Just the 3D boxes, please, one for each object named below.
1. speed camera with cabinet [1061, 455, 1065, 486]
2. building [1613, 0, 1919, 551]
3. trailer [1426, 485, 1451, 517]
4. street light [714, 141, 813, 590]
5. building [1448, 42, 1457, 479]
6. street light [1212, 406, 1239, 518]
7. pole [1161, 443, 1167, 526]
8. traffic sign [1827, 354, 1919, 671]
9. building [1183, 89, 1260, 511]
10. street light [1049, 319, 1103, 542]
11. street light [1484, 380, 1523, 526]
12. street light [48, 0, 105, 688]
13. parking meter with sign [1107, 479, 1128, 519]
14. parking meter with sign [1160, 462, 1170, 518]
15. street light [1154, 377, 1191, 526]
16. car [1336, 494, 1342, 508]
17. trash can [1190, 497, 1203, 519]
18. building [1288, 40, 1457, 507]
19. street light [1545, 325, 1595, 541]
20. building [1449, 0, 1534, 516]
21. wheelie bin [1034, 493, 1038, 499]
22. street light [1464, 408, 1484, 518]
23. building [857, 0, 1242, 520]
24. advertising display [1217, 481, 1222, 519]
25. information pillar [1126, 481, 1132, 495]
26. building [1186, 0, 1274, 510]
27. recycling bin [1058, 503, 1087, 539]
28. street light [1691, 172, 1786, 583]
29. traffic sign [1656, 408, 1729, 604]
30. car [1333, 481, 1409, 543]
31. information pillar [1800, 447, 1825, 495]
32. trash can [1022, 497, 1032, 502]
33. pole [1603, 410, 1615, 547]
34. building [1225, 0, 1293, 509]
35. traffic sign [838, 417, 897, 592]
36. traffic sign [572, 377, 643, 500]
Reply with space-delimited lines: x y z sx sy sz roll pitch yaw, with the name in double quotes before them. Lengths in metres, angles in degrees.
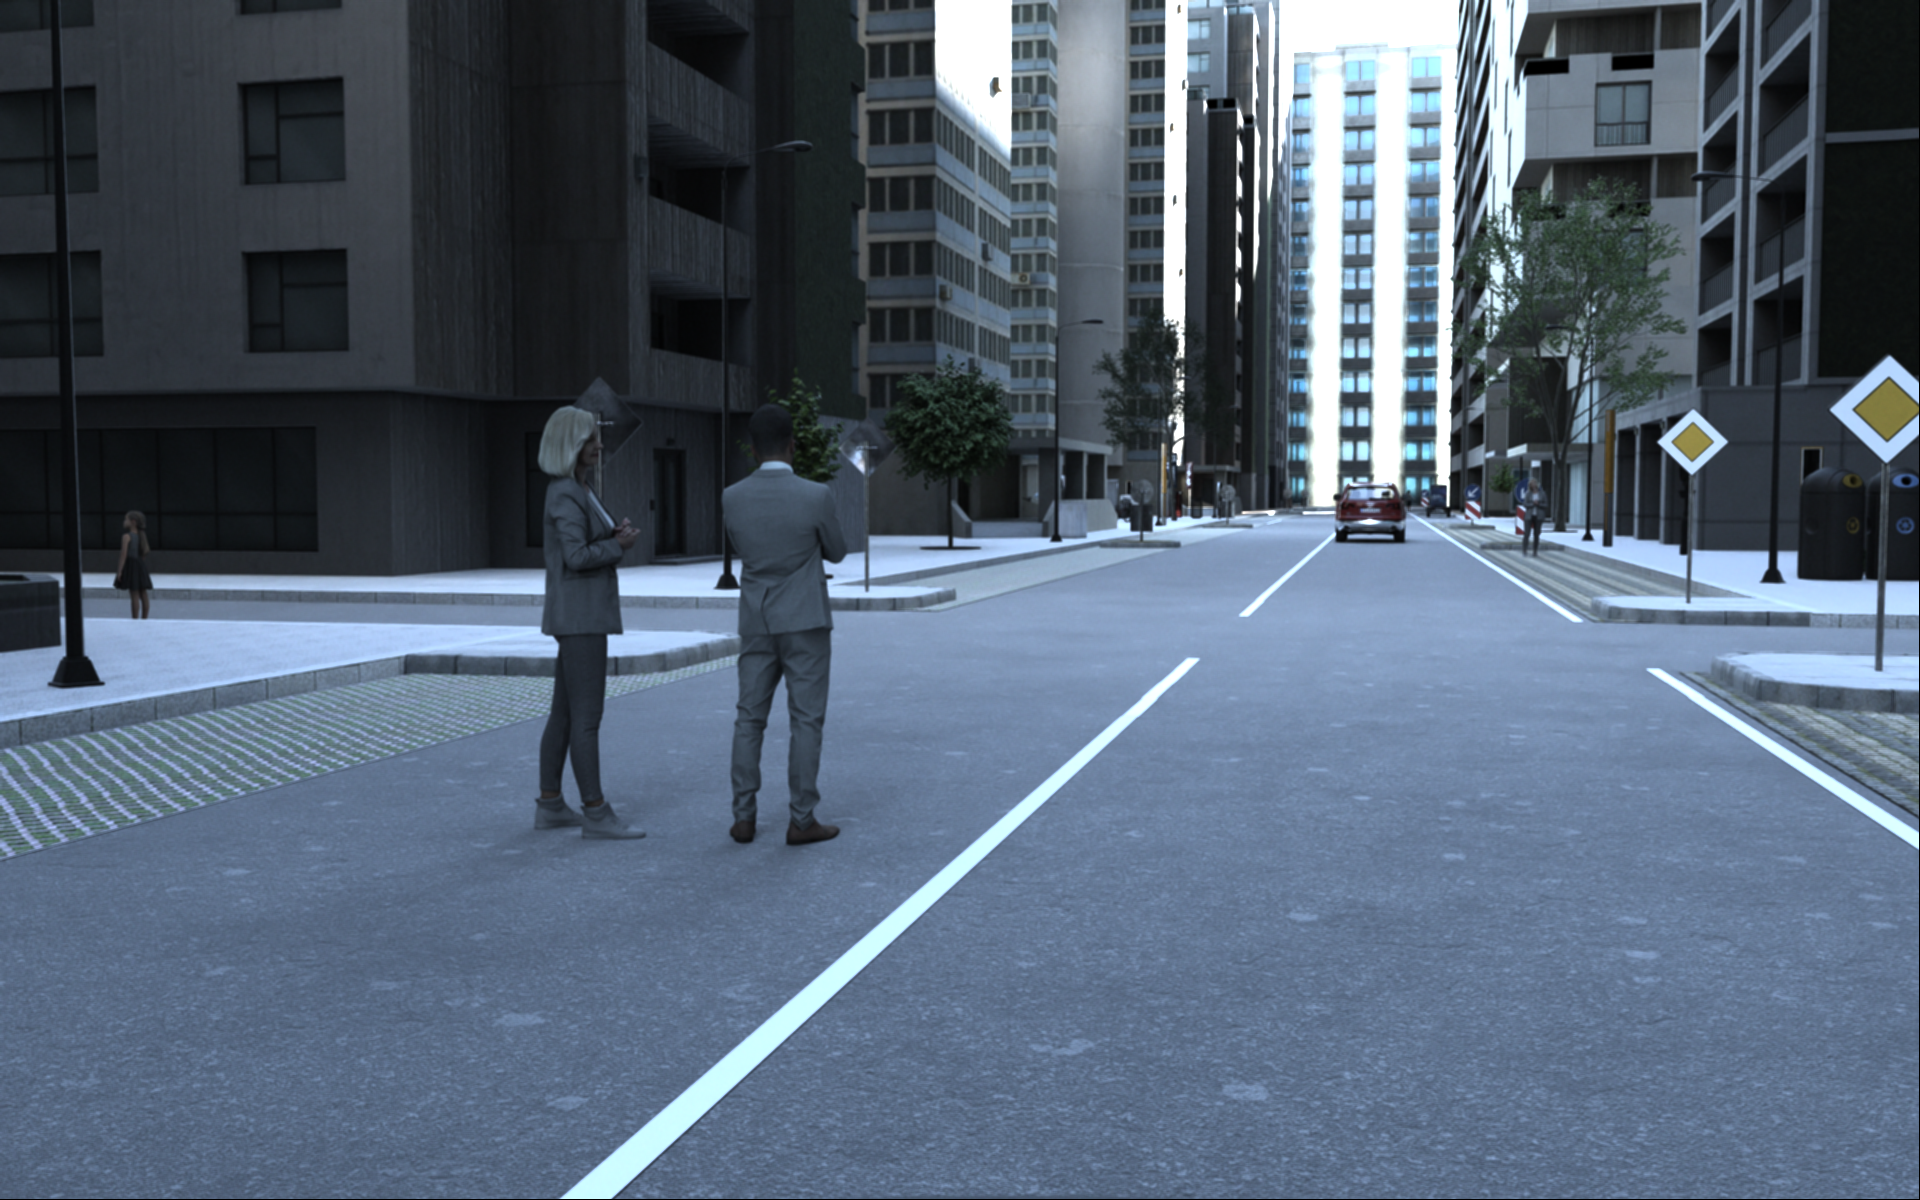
"speed camera with cabinet" 5.837 -5.697 87.489 2.038 3.252 0.660 1 4 18
"building" 27.755 -36.759 39.265 20.563 71.187 20.611 1 4 14
"trailer" 29.863 -6.180 108.088 1.471 1.999 3.904 1 4 15
"street light" -2.617 -3.092 23.101 1.470 5.913 1.316 1 4 14
"building" 54.113 -30.270 149.540 22.147 44.769 28.867 1 4 14
"street light" 14.017 -7.275 91.487 1.470 5.913 1.316 1 4 14
"pole" 8.229 -4.647 69.827 0.158 3.312 0.155 0 3 0
"traffic sign" 6.660 -0.541 12.496 0.795 2.450 0.064 1 4 14
"building" 14.420 -21.787 127.915 14.160 30.474 14.107 1 4 14
"street light" 3.110 -4.505 46.201 1.470 5.913 1.316 1 4 14
"street light" 22.212 -5.978 70.276 1.470 5.913 1.316 1 4 14
"street light" -5.405 -2.371 11.309 1.470 5.913 1.316 1 4 14
"parking meter with sign" 7.893 -5.751 90.288 1.738 3.016 0.543 1 4 19
"parking meter with sign" 11.002 -5.934 93.276 0.543 3.016 1.738 1 4 19
"street light" 8.452 -5.892 68.871 1.470 5.913 1.316 1 4 14
"car" 33.847 -8.703 151.335 2.155 1.783 4.494 1 4 14
"trash can" 12.333 -4.809 90.281 0.748 1.137 0.748 0 3 0
"building" 42.823 -34.661 186.311 30.456 49.044 23.786 1 4 14
"street light" 16.761 -4.593 47.632 1.470 5.913 1.316 1 4 14
"building" 47.174 -30.662 125.018 21.300 48.544 21.600 1 4 14
"wheelie bin" 3.725 -4.149 75.749 0.980 1.594 0.693 0 4 5
"street light" 27.732 -7.362 92.903 1.470 5.913 1.316 1 4 14
"building" 1.501 -25.645 111.175 32.217 40.220 23.993 1 4 14
"advertising display" 13.293 -5.108 88.729 0.123 1.923 0.974 0 4 2
"information pillar" 9.516 -5.693 97.570 0.304 2.012 0.304 0 4 4
"building" 17.847 -27.990 141.235 14.154 41.232 14.086 1 4 14
"recycling bin" 3.225 -2.316 50.423 0.722 1.027 0.722 2 4 34
"street light" 11.230 -3.209 25.008 1.470 5.913 1.316 1 4 14
"traffic sign" 8.542 -1.016 20.257 0.795 2.450 0.064 1 4 14
"car" 12.539 -2.704 52.890 2.281 1.827 5.304 1 4 14
"information pillar" 13.325 -1.384 27.118 0.304 2.012 0.304 2 4 31
"trash can" 3.026 -4.274 81.526 0.748 1.137 0.748 0 3 0
"pole" 15.776 -2.951 42.093 0.158 3.312 0.155 0 3 0
"building" 19.964 -44.201 160.943 20.611 71.187 20.563 1 4 14
"traffic sign" -1.216 -1.162 22.635 0.795 2.450 0.064 1 4 14
"traffic sign" -3.098 -0.687 14.874 0.795 2.450 0.064 1 4 14
